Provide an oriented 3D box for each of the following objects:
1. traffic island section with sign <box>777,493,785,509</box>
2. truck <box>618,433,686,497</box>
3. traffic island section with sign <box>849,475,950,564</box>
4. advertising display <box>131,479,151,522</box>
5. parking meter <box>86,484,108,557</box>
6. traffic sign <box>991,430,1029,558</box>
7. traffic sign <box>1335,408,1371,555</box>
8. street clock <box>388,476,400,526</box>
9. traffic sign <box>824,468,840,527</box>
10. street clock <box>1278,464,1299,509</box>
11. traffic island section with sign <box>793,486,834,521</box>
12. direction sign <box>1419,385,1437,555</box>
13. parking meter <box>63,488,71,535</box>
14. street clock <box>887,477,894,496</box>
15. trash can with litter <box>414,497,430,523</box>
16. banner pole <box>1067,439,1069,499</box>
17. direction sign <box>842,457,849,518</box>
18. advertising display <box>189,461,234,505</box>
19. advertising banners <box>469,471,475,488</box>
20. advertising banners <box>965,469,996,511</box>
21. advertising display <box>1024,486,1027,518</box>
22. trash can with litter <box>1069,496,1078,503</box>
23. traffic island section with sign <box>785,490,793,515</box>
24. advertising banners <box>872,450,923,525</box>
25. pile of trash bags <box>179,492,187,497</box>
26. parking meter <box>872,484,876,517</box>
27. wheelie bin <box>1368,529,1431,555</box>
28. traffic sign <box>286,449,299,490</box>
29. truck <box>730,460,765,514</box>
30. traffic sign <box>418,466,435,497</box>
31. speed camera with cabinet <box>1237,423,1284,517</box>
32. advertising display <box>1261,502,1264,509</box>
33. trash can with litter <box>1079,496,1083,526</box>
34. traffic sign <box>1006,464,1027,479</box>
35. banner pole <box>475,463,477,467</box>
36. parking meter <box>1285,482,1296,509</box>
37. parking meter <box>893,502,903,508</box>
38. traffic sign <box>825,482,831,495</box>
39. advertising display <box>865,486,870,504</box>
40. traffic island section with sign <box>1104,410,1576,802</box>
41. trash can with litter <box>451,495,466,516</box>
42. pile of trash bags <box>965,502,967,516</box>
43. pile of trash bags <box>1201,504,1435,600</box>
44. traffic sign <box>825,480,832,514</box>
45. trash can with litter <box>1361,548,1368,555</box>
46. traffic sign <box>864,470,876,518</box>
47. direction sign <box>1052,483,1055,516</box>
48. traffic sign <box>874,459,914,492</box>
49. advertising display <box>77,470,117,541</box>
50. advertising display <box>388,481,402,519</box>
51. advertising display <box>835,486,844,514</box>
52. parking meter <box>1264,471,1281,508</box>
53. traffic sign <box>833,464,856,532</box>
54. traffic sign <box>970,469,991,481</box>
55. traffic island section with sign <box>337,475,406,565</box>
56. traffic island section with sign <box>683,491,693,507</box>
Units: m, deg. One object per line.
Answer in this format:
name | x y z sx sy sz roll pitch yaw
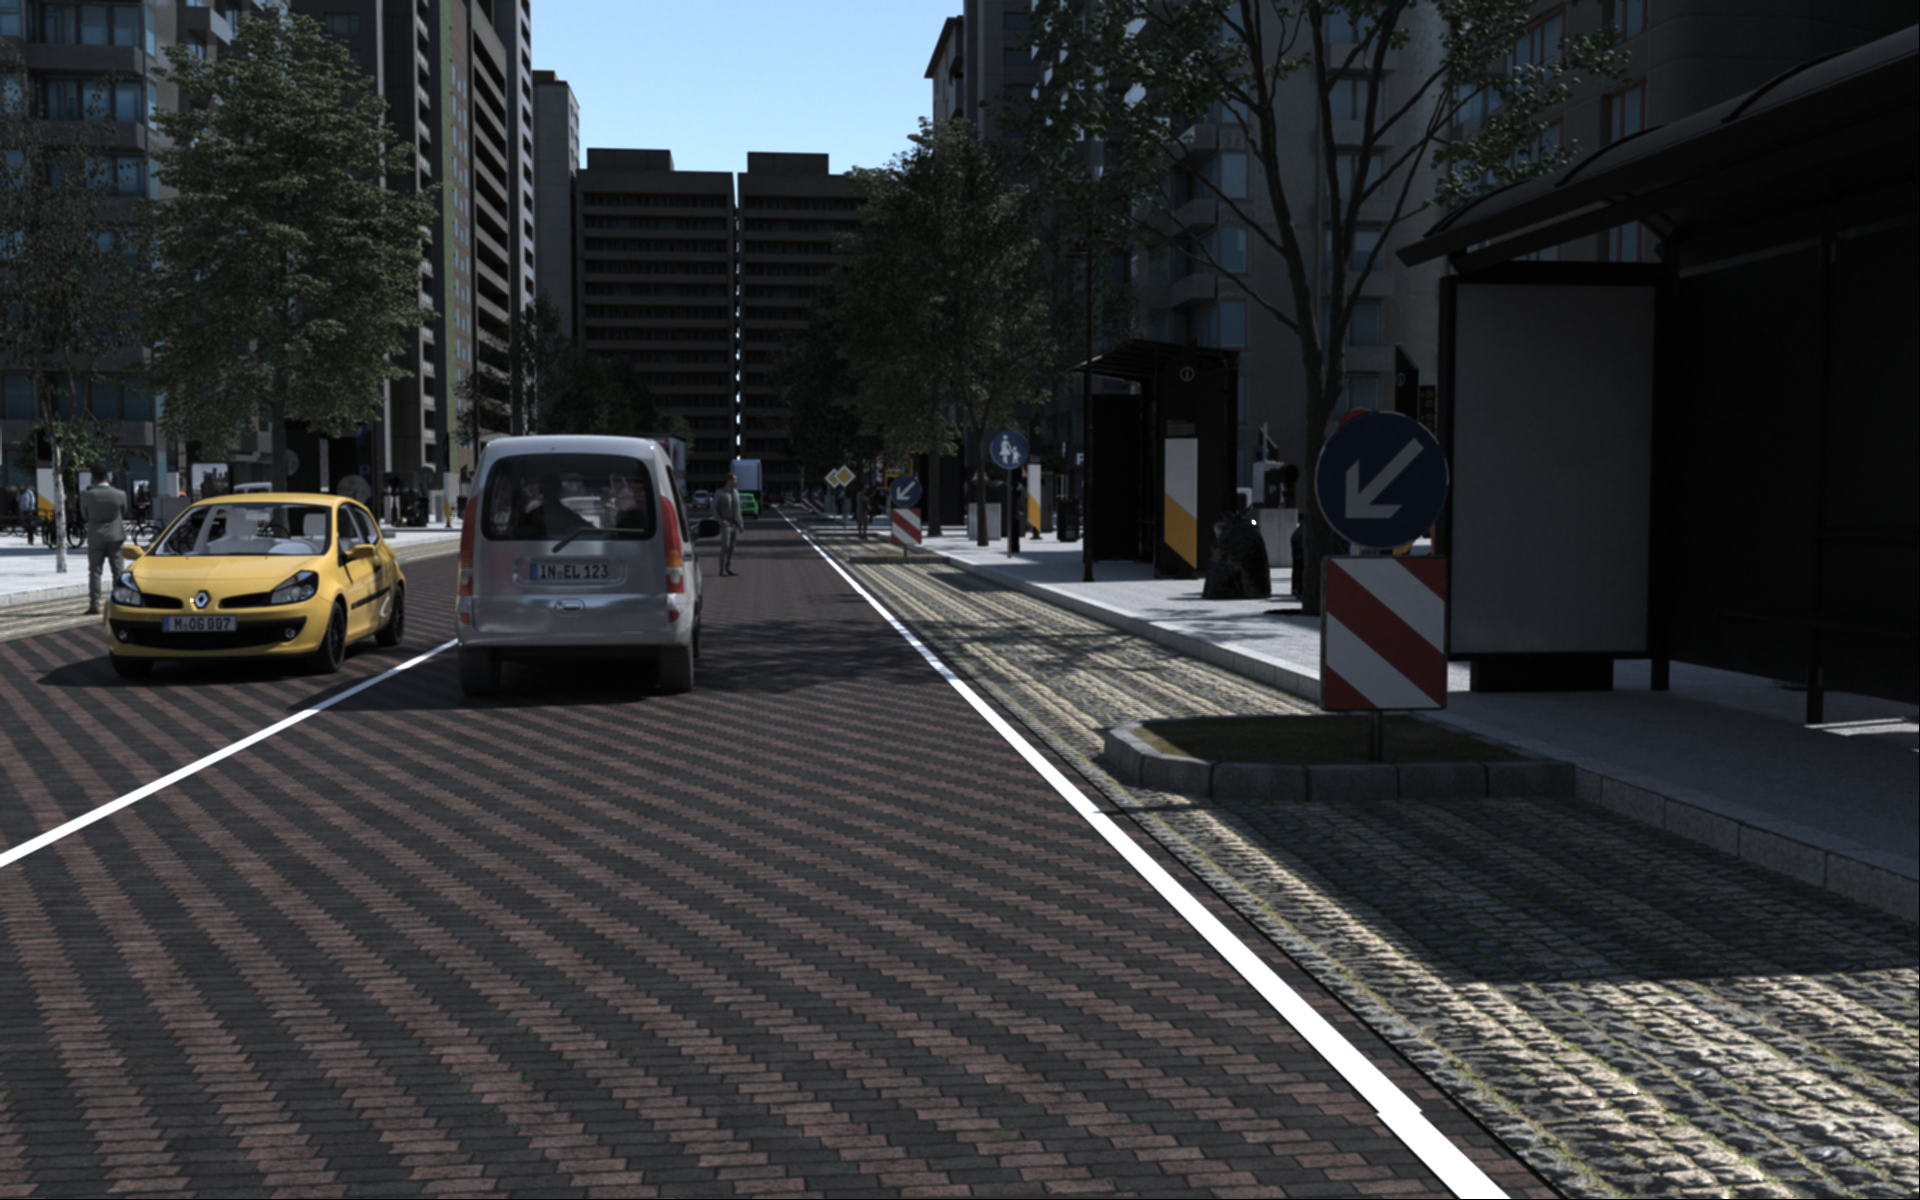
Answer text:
traffic island section with sign | -16.409 -9.726 167.652 1.989 1.847 2.006 0 4 -7
truck | -14.522 -5.648 81.266 2.839 4.237 11.283 0 4 -5
traffic island section with sign | -1.298 -1.680 36.096 1.989 1.847 2.006 0 4 -7
advertising display | -36.247 -4.369 76.650 0.123 1.923 0.974 1 4 19
parking meter | -17.450 -1.629 35.051 0.372 1.533 0.369 0 3 0
traffic sign | 0.992 -2.107 34.554 0.768 2.556 0.104 0 4 0
traffic sign | 5.947 -1.573 25.826 0.768 2.556 0.104 0 4 -2
street clock | -22.541 -3.942 69.022 0.358 2.002 0.471 1 4 18
traffic sign | -4.817 -3.843 66.480 0.795 2.450 0.064 0 4 -7
street clock | 8.031 -2.313 42.387 0.471 2.002 0.358 -2 4 -28
traffic island section with sign | -7.601 -5.038 90.999 1.989 1.847 2.006 0 4 -7
direction sign | 9.919 -2.688 35.947 0.876 3.537 0.379 3 5 40
parking meter | -28.154 -2.811 54.374 0.372 1.533 0.369 0 3 0
street clock | -2.965 -4.272 74.410 0.358 2.002 0.471 1 4 15
trash can with litter | -23.746 -3.983 76.514 0.624 1.170 1.055 -1 4 -13
banner pole | 4.930 -5.434 78.870 0.401 3.779 0.863 1 4 8
direction sign | -6.283 -6.280 94.673 0.379 3.537 0.876 0 4 2
advertising display | -14.812 -1.780 34.315 0.974 1.923 0.123 1 4 19
advertising banners | -36.746 -8.367 132.991 2.074 3.025 0.090 1 4 10
advertising banners | 1.230 -6.711 105.912 2.074 3.025 0.090 1 4 17
advertising display | 3.456 -5.322 92.232 0.974 1.923 0.123 1 4 17
trash can with litter | 6.547 -5.584 102.683 0.624 1.170 1.055 -2 4 -25
traffic island section with sign | -10.681 -6.676 117.778 1.989 1.847 2.006 0 4 -7
advertising banners | -2.478 -4.435 68.698 2.074 3.025 0.090 -1 4 -19
pile of trash bags | -29.327 -3.556 67.888 1.912 1.369 3.447 2 4 31
parking meter | -4.869 -5.590 97.101 0.255 1.863 0.399 -1 4 -17
wheelie bin | 7.079 -1.254 28.418 0.980 1.594 0.693 0 4 -5
traffic sign | -18.996 -2.976 48.765 0.768 2.556 0.104 0 4 1
truck | -16.151 -8.557 129.659 2.967 4.110 18.799 0 4 -6
traffic sign | -24.423 -4.842 79.269 0.768 2.556 0.104 0 4 2
speed camera with cabinet | 7.967 -3.274 47.867 2.038 3.252 0.660 -2 4 -26
advertising display | 10.373 -3.243 58.234 0.123 1.923 0.974 2 4 33
trash can with litter | 4.798 -3.564 69.322 1.678 1.210 2.233 -2 4 -34
traffic sign | 2.021 -3.669 59.999 0.884 2.594 0.081 0 4 3
banner pole | -38.241 -9.034 137.729 0.401 3.779 0.863 3 5 40
parking meter | 10.858 -3.135 56.969 0.255 1.863 0.399 -1 4 -12
parking meter | -4.775 -7.647 133.443 0.372 1.533 0.369 0 3 0
traffic sign | -10.413 -8.496 139.019 0.768 2.556 0.104 0 4 -6
advertising display | -5.679 -6.264 107.628 0.974 1.923 0.123 0 4 3
traffic island section with sign | 1.814 -0.022 8.990 1.989 1.847 2.006 0 4 -7
trash can with litter | -29.597 -5.527 101.422 2.233 1.210 1.678 -3 5 -40
pile of trash bags | -0.597 -5.761 103.948 1.912 1.369 3.447 -1 4 -8
pile of trash bags | 4.615 -0.708 21.328 3.447 1.369 1.912 2 4 25
traffic sign | -8.419 -6.920 113.247 0.768 2.556 0.104 0 4 -1
trash can with litter | 7.554 -1.186 30.785 1.055 1.170 0.624 -2 4 -26
traffic sign | -4.713 -5.649 92.472 0.768 2.556 0.104 0 4 3
direction sign | 5.417 -6.724 101.935 0.876 3.537 0.379 0 4 6
traffic sign | -3.734 -6.351 97.717 2.265 3.308 0.079 0 4 -1
advertising display | -23.588 -2.580 47.392 0.974 1.923 0.123 -2 4 -25
advertising display | -28.184 -4.963 86.354 0.974 1.923 0.123 3 4 37
advertising display | -7.621 -6.404 109.913 0.123 1.923 0.974 2 4 27
parking meter | 7.947 -2.348 44.106 0.399 1.863 0.255 0 3 0
traffic sign | -3.905 -3.358 58.547 0.795 2.450 0.064 0 4 -7
traffic sign | 0.855 -4.458 72.890 0.884 2.594 0.081 0 4 0
traffic island section with sign | -12.389 -1.625 35.203 1.989 1.847 2.006 0 4 -7
traffic island section with sign | -30.540 -11.287 193.176 1.989 1.847 2.006 0 4 -7
